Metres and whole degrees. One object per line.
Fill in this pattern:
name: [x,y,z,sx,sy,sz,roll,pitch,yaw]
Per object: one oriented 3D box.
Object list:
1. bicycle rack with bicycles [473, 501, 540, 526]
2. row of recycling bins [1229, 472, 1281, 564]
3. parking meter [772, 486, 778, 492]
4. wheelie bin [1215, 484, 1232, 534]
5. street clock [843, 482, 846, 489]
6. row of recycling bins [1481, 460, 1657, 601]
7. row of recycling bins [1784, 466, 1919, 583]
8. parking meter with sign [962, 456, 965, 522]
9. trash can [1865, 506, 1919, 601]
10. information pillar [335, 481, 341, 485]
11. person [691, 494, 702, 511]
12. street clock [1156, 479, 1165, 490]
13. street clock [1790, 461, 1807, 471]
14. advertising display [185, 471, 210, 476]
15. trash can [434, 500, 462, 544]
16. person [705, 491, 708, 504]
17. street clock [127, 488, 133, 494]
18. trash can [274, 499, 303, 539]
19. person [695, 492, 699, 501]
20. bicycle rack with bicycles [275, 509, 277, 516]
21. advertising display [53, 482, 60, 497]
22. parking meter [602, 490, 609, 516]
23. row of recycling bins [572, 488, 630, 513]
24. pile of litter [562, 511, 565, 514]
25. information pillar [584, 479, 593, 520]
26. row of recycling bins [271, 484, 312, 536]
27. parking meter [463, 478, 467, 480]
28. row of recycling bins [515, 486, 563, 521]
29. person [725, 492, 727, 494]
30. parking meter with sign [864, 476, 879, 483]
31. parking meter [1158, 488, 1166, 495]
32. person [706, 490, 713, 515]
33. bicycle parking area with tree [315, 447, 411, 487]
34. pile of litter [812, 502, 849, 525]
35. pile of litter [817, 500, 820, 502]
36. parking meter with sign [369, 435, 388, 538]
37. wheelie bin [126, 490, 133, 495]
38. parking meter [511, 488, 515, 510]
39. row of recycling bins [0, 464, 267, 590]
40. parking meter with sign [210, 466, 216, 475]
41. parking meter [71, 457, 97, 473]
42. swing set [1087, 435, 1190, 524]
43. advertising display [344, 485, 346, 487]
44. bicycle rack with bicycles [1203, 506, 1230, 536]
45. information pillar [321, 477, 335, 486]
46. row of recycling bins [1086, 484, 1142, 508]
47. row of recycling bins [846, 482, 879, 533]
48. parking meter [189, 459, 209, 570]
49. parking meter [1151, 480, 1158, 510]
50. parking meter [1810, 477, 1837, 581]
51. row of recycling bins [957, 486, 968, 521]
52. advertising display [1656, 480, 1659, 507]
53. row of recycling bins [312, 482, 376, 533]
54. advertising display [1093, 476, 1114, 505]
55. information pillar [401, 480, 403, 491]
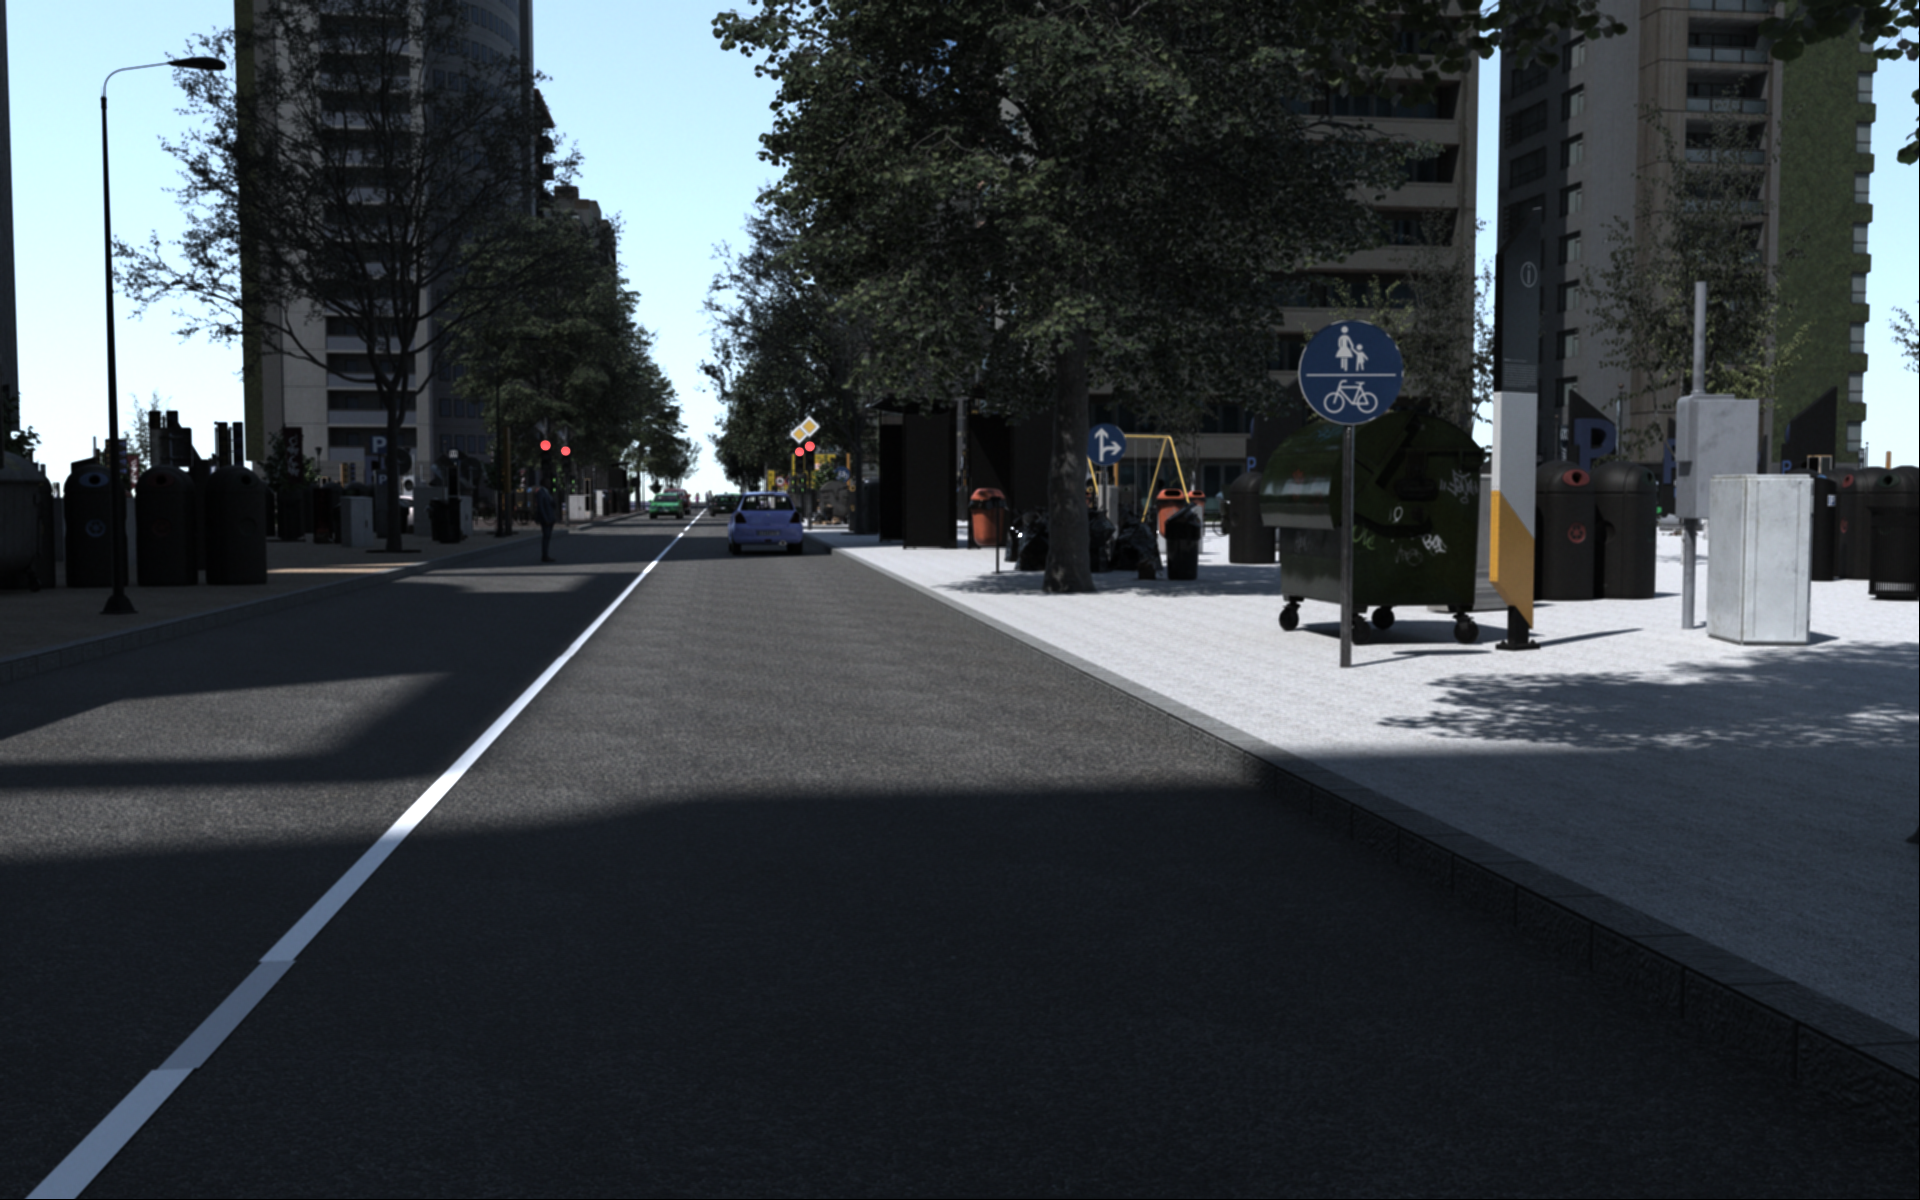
bicycle rack with bicycles: [-18.491,-3.554,71.497,2.852,0.926,2.925,3,5,43]
row of recycling bins: [6.766,-1.521,31.974,3.534,1.692,1.069,0,4,-1]
parking meter: [-12.830,-6.983,119.890,0.399,1.863,0.255,-1,4,-13]
wheelie bin: [8.648,-2.906,55.420,0.980,1.594,0.693,0,4,-5]
street clock: [-5.746,-4.957,85.618,0.358,2.002,0.471,0,4,-8]
row of recycling bins: [6.860,-0.845,20.927,3.534,1.692,1.069,-1,4,-22]
row of recycling bins: [13.686,-1.189,26.557,1.069,1.692,3.534,0,4,-4]
parking meter with sign: [-0.668,-5.045,78.754,1.738,3.016,0.543,0,4,-6]
trash can: [11.372,-0.571,20.994,0.748,1.137,0.748,0,3,0]
information pillar: [-36.273,-5.902,100.994,0.304,2.012,0.304,3,4,38]
person: [-22.558,-8.372,148.599,0.991,1.433,0.599,0,4,-1]
street clock: [9.369,-4.704,81.486,0.471,2.002,0.358,-1,4,-13]
street clock: [18.386,-2.038,37.886,0.471,2.002,0.358,-2,4,-29]
advertising display: [-21.592,-2.678,49.001,0.974,1.923,0.123,2,4,24]
trash can: [-13.315,-2.043,45.059,0.748,1.137,0.748,0,3,0]
person: [-36.291,-14.704,248.781,0.709,1.838,0.599,-3,5,-42]
street clock: [-54.307,-6.646,113.225,0.471,2.002,0.358,-3,4,-36]
trash can: [-18.722,-2.243,48.326,0.748,1.137,0.748,0,3,0]
person: [-39.972,-15.572,263.822,1.217,1.735,0.721,0,4,-4]
bicycle rack with bicycles: [-39.512,-5.034,95.684,2.852,0.926,2.925,-2,4,-28]
advertising display: [-49.620,-5.499,95.123,0.123,1.923,0.974,-3,5,-41]
parking meter: [-20.786,-5.702,101.637,0.372,1.533,0.369,0,3,0]
row of recycling bins: [-23.647,-6.588,114.831,3.534,1.692,1.069,0,4,-2]
pile of litter: [-24.812,-5.841,109.460,1.176,0.858,1.719,-2,4,-23]
information pillar: [-18.173,-4.913,84.824,0.304,2.012,0.304,1,4,15]
row of recycling bins: [-21.717,-2.779,52.557,3.534,1.692,1.069,0,4,-5]
parking meter: [-17.490,-3.384,61.032,0.255,1.863,0.399,-1,4,-12]
row of recycling bins: [-20.438,-4.709,84.106,1.069,1.692,3.534,-3,5,-44]
person: [-35.909,-15.669,265.356,0.551,1.740,0.621,3,5,45]
parking meter with sign: [-3.676,-4.692,72.982,1.738,3.016,0.543,-3,5,-39]
parking meter: [8.823,-4.132,75.972,0.372,1.533,0.369,0,3,0]
person: [-17.186,-6.707,119.164,0.512,1.701,0.522,0,4,6]
bicycle parking area with tree: [-36.779,-7.321,106.699,8.231,4.147,9.016,0,4,-1]
pile of litter: [-5.457,-3.575,72.412,1.719,0.858,1.176,0,4,4]
pile of litter: [-11.525,-7.643,138.933,1.719,0.858,1.176,-2,4,-28]
parking meter with sign: [-16.984,-3.339,50.862,0.543,3.016,1.738,-1,4,-21]
wheelie bin: [-61.531,-7.339,127.908,0.693,1.594,0.980,0,4,2]
parking meter: [-25.039,-5.553,96.503,0.255,1.863,0.399,3,4,36]
row of recycling bins: [-11.580,-1.041,24.129,3.534,1.692,1.069,-2,4,-25]
parking meter with sign: [-46.820,-6.920,109.404,0.543,3.016,1.738,-1,4,-10]
parking meter: [-13.662,-1.303,27.008,0.399,1.863,0.255,-2,4,-26]
swing set: [4.487,-2.961,46.024,3.119,2.851,2.862,-2,4,-30]
advertising display: [-44.502,-7.308,124.703,0.974,1.923,0.123,2,4,31]
bicycle rack with bicycles: [8.799,-2.380,52.287,2.925,0.926,2.852,-1,4,-23]
information pillar: [-27.482,-4.321,75.143,0.304,2.012,0.304,1,4,10]
row of recycling bins: [6.467,-4.039,73.148,1.069,1.692,3.534,-2,4,-30]
row of recycling bins: [-3.063,-3.160,58.780,1.069,1.692,3.534,-1,4,-13]
parking meter: [-12.858,-1.443,29.303,0.255,1.863,0.399,-3,4,-36]
parking meter: [8.093,-4.058,72.067,0.255,1.863,0.399,0,4,8]
parking meter: [12.711,-1.049,25.566,0.372,1.533,0.369,0,3,0]
row of recycling bins: [0.255,-4.741,84.625,1.069,1.692,3.534,-1,4,-10]
advertising display: [31.905,-4.578,80.063,0.974,1.923,0.123,-2,4,-27]
row of recycling bins: [-20.596,-3.108,57.932,1.069,1.692,3.534,3,4,36]
advertising display: [5.187,-3.502,62.464,0.974,1.923,0.123,-3,4,-36]
information pillar: [-29.754,-5.408,92.908,0.304,2.012,0.304,-2,4,-34]
